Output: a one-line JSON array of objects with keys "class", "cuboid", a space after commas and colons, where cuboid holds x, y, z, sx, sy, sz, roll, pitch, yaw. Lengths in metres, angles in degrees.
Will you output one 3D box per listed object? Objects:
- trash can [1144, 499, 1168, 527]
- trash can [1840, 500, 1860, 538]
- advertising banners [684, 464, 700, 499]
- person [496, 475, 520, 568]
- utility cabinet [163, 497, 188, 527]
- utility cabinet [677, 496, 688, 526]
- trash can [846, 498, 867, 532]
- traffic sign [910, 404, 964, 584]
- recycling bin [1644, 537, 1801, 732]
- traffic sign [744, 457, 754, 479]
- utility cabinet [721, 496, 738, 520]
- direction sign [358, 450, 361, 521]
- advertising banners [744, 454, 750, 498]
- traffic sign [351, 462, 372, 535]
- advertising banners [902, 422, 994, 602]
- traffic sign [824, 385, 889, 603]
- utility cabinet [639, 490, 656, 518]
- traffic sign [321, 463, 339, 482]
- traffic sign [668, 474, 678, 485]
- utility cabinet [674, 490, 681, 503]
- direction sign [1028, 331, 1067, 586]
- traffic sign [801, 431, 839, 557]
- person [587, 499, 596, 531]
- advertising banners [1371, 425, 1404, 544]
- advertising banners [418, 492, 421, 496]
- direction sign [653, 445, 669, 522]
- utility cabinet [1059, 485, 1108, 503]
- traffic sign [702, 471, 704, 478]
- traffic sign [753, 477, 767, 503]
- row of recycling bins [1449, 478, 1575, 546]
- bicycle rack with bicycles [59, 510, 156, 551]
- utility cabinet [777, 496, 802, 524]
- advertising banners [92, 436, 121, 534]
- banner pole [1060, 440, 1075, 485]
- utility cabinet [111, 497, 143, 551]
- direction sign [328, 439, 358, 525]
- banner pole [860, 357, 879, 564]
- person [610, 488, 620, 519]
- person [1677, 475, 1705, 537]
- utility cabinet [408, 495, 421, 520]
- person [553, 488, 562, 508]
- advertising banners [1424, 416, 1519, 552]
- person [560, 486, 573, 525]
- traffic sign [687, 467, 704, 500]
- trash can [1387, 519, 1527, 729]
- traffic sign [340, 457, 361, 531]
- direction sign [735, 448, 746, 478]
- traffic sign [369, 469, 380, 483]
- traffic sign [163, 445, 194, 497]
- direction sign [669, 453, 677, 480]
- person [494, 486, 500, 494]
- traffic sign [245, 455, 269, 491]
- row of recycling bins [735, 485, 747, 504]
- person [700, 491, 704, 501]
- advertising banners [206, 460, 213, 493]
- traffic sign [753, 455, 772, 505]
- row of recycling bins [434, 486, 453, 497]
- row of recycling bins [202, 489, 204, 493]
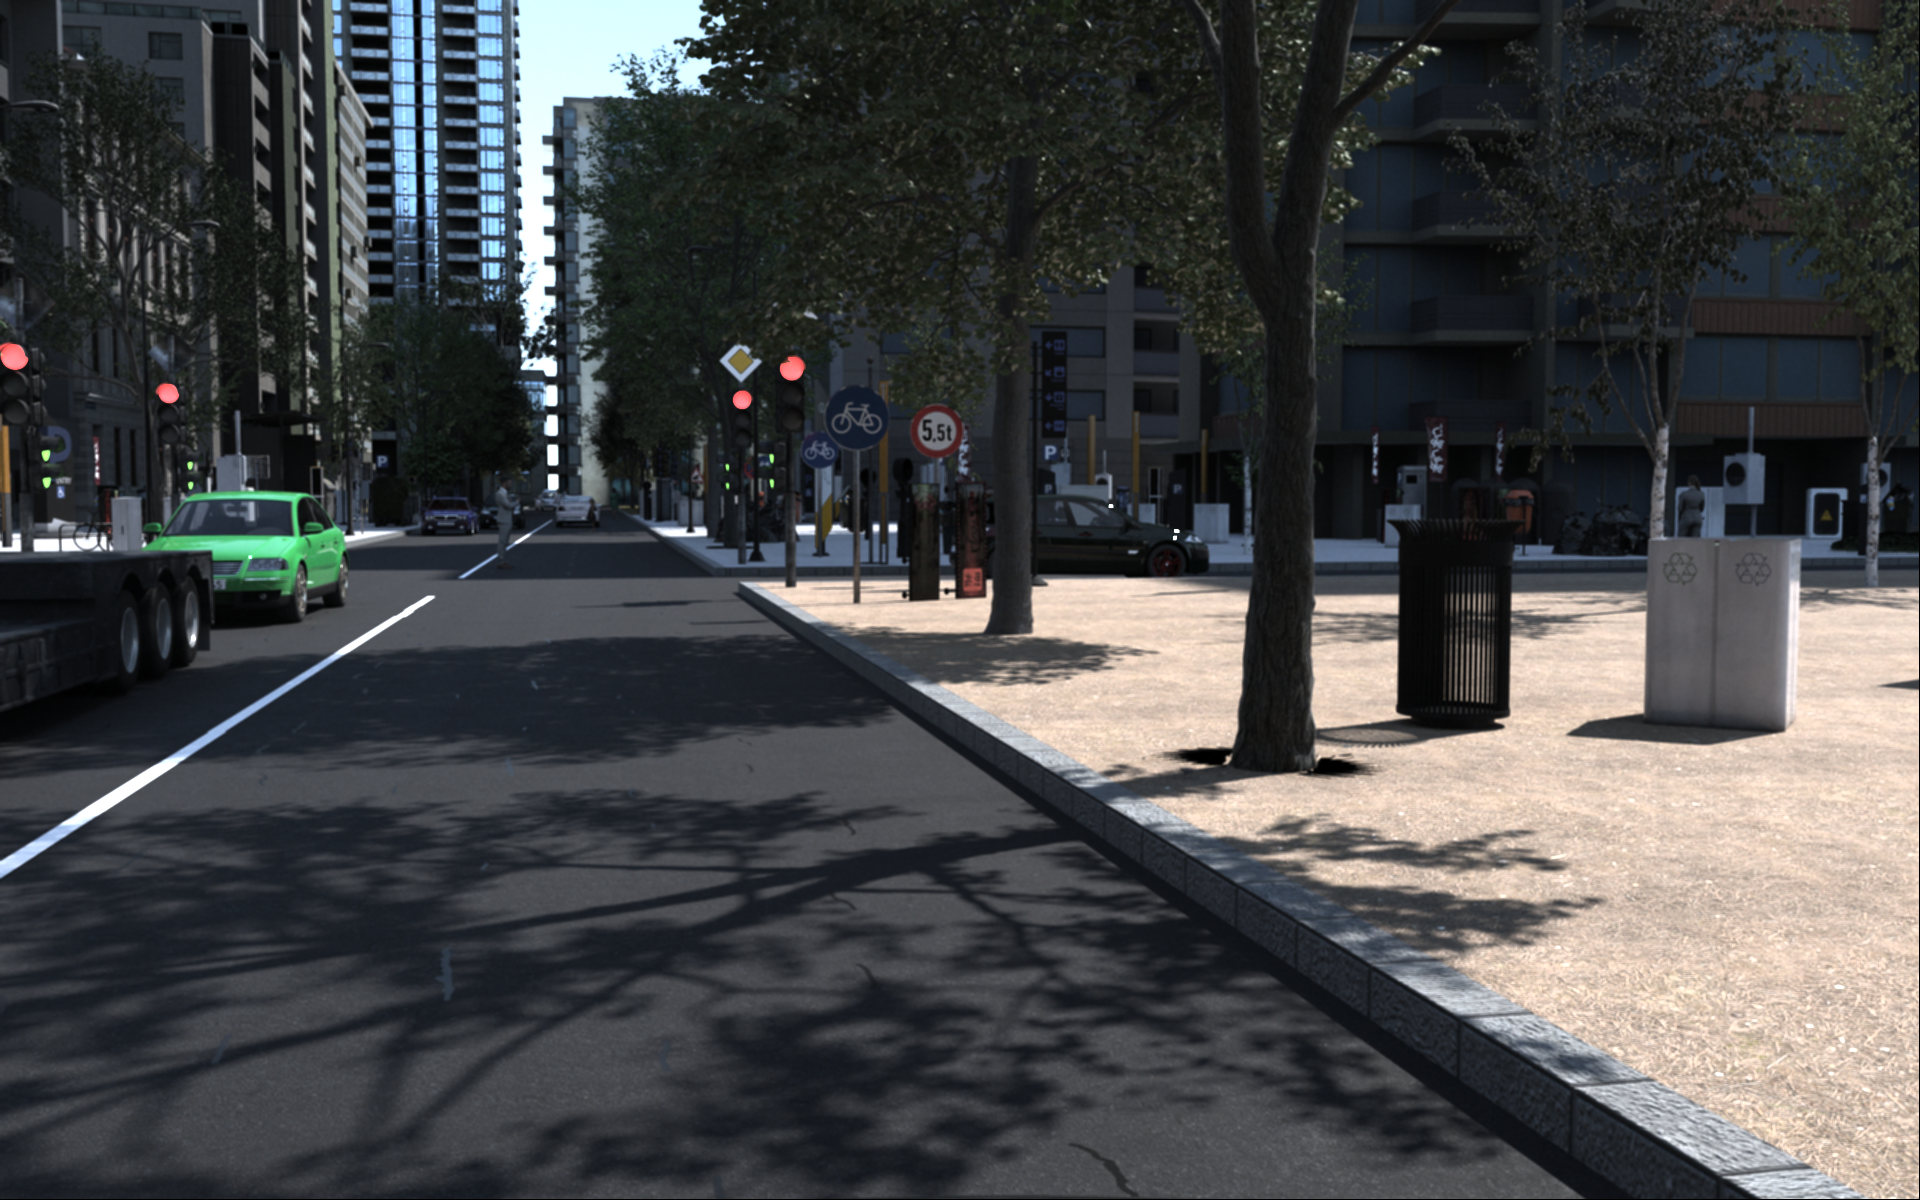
[{"class": "trash can", "cuboid": [5.642, -2.318, 49.551, 0.748, 1.137, 0.748, 0, 3, 0]}, {"class": "trash can", "cuboid": [21.796, -1.864, 42.125, 0.748, 1.137, 0.748, 0, 3, 0]}, {"class": "advertising banners", "cuboid": [-15.578, -6.393, 100.708, 0.090, 3.025, 2.074, -2, 4, -34]}, {"class": "person", "cuboid": [-8.728, -1.516, 33.473, 0.466, 1.800, 0.511, -1, 4, -15]}, {"class": "utility cabinet", "cuboid": [-15.437, -1.447, 34.824, 1.020, 1.237, 0.306, 0, 4, -2]}, {"class": "utility cabinet", "cuboid": [-11.270, -3.627, 70.455, 0.306, 1.237, 1.020, -1, 4, -19]}, {"class": "trash can", "cuboid": [-3.625, -3.040, 61.360, 0.748, 1.137, 0.748, 0, 3, 0]}, {"class": "traffic sign", "cuboid": [-0.326, -1.496, 24.562, 0.768, 2.556, 0.104, 0, 4, -3]}, {"class": "recycling bin", "cuboid": [4.301, 0.171, 9.765, 0.722, 1.027, 0.722, 2, 4, 30]}, {"class": "traffic sign", "cuboid": [-6.946, -3.580, 58.644, 0.768, 2.556, 0.104, 0, 4, -4]}, {"class": "utility cabinet", "cuboid": [-8.666, -3.295, 65.028, 0.306, 1.237, 1.020, 1, 4, 13]}, {"class": "direction sign", "cuboid": [-28.289, -5.454, 81.172, 0.379, 3.537, 0.876, -2, 4, -34]}, {"class": "advertising banners", "cuboid": [-9.319, -4.868, 75.778, 0.090, 3.025, 2.074, 0, 4, -1]}, {"class": "traffic sign", "cuboid": [-18.894, -3.215, 54.702, 0.606, 2.300, 0.079, -1, 4, -11]}, {"class": "advertising banners", "cuboid": [0.111, -1.531, 21.218, 2.074, 3.025, 0.090, -3, 5, -41]}, {"class": "traffic sign", "cuboid": [-1.214, -1.237, 20.324, 0.768, 2.556, 0.104, -1, 4, -11]}, {"class": "utility cabinet", "cuboid": [-16.617, -5.157, 93.002, 1.173, 1.500, 0.318, 1, 4, 22]}, {"class": "traffic sign", "cuboid": [-25.587, -4.291, 70.267, 0.768, 2.556, 0.104, 0, 4, -3]}, {"class": "traffic sign", "cuboid": [-16.174, -5.925, 96.871, 0.884, 2.594, 0.081, 0, 4, -6]}, {"class": "utility cabinet", "cuboid": [-16.428, -5.627, 100.681, 0.318, 1.500, 1.173, -1, 4, -16]}, {"class": "direction sign", "cuboid": [1.047, -1.968, 24.170, 0.876, 3.537, 0.379, 0, 4, -1]}, {"class": "traffic sign", "cuboid": [-2.844, -2.144, 35.164, 0.768, 2.556, 0.104, 0, 4, -4]}, {"class": "person", "cuboid": [-14.169, -3.266, 66.565, 0.373, 1.253, 0.362, -1, 4, -14]}, {"class": "advertising banners", "cuboid": [11.083, -2.984, 44.975, 0.090, 3.025, 2.074, 3, 4, 38]}, {"class": "advertising banners", "cuboid": [-30.981, -6.417, 101.102, 2.074, 3.025, 0.090, 1, 4, 16]}, {"class": "direction sign", "cuboid": [-13.924, -5.370, 79.791, 0.379, 3.537, 0.876, -3, 4, -38]}, {"class": "utility cabinet", "cuboid": [3.025, -2.065, 42.436, 1.173, 1.500, 0.318, 0, 4, -5]}, {"class": "traffic sign", "cuboid": [-11.904, -5.053, 82.722, 0.768, 2.556, 0.104, 0, 4, -6]}, {"class": "traffic sign", "cuboid": [-6.513, -3.559, 58.201, 0.884, 2.594, 0.081, 0, 4, -8]}, {"class": "row of recycling bins", "cuboid": [14.072, -2.276, 44.322, 1.069, 1.692, 3.534, -3, 5, -39]}, {"class": "bicycle rack with bicycles", "cuboid": [-18.772, -1.578, 39.187, 2.852, 0.926, 2.925, 2, 4, 32]}, {"class": "utility cabinet", "cuboid": [-7.213, -3.792, 73.166, 1.020, 1.237, 0.306, -1, 4, -17]}, {"class": "advertising banners", "cuboid": [-26.089, -3.472, 52.962, 0.090, 3.025, 2.074, 0, 4, -6]}, {"class": "banner pole", "cuboid": [5.041, -5.525, 80.353, 0.863, 3.779, 0.401, 0, 3, 0]}, {"class": "utility cabinet", "cuboid": [-16.949, -1.472, 35.223, 0.306, 1.237, 1.020, -3, 5, -42]}, {"class": "direction sign", "cuboid": [-25.566, -4.878, 71.759, 0.876, 3.537, 0.379, -2, 4, -30]}, {"class": "banner pole", "cuboid": [-1.650, -2.562, 31.900, 0.401, 3.779, 0.863, 0, 4, -4]}, {"class": "person", "cuboid": [-20.069, -5.610, 100.477, 0.600, 1.795, 0.529, 0, 4, 3]}, {"class": "person", "cuboid": [13.799, -1.475, 32.888, 0.520, 1.790, 0.573, -1, 4, -14]}, {"class": "utility cabinet", "cuboid": [-31.142, -5.336, 98.406, 1.020, 1.237, 0.306, 1, 4, 16]}, {"class": "person", "cuboid": [-21.485, -5.146, 93.312, 0.731, 1.740, 0.598, -2, 4, -35]}, {"class": "advertising banners", "cuboid": [11.375, -2.590, 38.530, 2.074, 3.025, 0.090, 1, 4, 13]}, {"class": "person", "cuboid": [-18.459, -4.415, 80.963, 0.850, 1.792, 0.678, 0, 4, 8]}, {"class": "traffic sign", "cuboid": [-12.426, -4.994, 81.663, 0.884, 2.594, 0.081, 0, 4, -4]}, {"class": "trash can", "cuboid": [2.748, 0.124, 9.630, 0.748, 1.137, 0.748, 0, 3, 0]}, {"class": "traffic sign", "cuboid": [-20.748, -3.606, 59.071, 0.768, 2.556, 0.104, 0, 4, -6]}, {"class": "direction sign", "cuboid": [-10.882, -5.742, 85.876, 0.379, 3.537, 0.876, -3, 5, -43]}, {"class": "traffic sign", "cuboid": [-27.271, -4.857, 80.590, 0.795, 2.450, 0.064, 0, 4, -4]}, {"class": "traffic sign", "cuboid": [-19.784, -2.679, 43.901, 0.768, 2.556, 0.104, 0, 4, -6]}, {"class": "direction sign", "cuboid": [-15.936, -6.301, 95.017, 0.876, 3.537, 0.379, 0, 4, 7]}, {"class": "person", "cuboid": [-22.167, -4.549, 83.053, 0.511, 1.800, 0.466, 0, 4, -6]}, {"class": "traffic sign", "cuboid": [-18.613, -2.676, 45.883, 0.606, 2.300, 0.079, 0, 4, -4]}, {"class": "row of recycling bins", "cuboid": [-10.413, -4.526, 81.110, 1.069, 1.692, 3.534, -1, 4, -11]}, {"class": "person", "cuboid": [-27.796, -10.923, 187.228, 0.705, 1.807, 1.348, -3, 4, -38]}, {"class": "advertising banners", "cuboid": [-39.028, -5.741, 90.048, 0.090, 3.025, 2.074, -2, 4, -33]}, {"class": "traffic sign", "cuboid": [-6.446, -3.491, 57.191, 0.768, 2.556, 0.104, -1, 4, -10]}, {"class": "row of recycling bins", "cuboid": [-28.358, -5.353, 94.632, 1.069, 1.692, 3.534, -2, 4, -26]}, {"class": "row of recycling bins", "cuboid": [-43.182, -5.350, 94.587, 3.534, 1.692, 1.069, -1, 4, -21]}]
